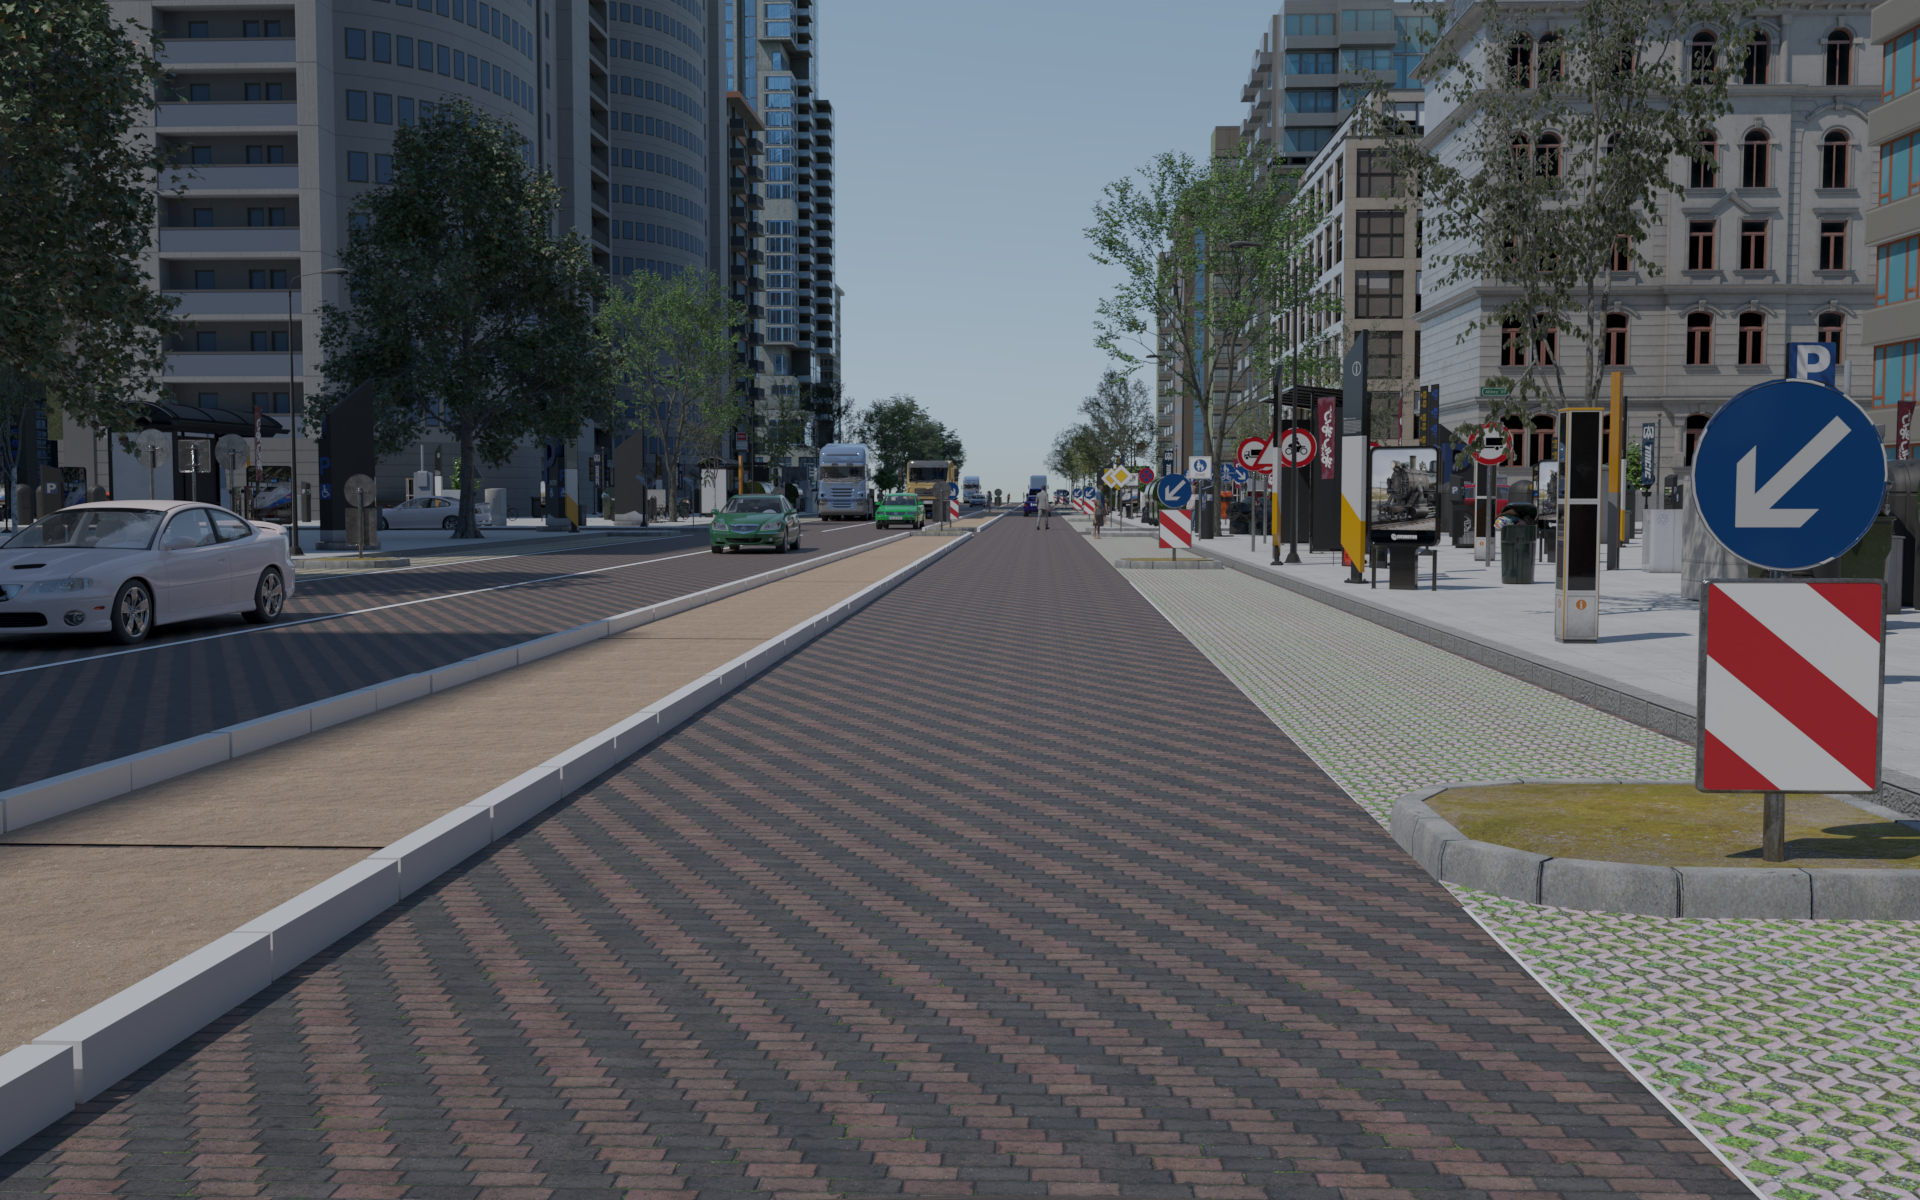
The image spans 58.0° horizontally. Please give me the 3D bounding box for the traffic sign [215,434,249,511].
[{"bbox_3d":[-15.415,-2.237,36.677,0.768,2.556,0.104,0,4,6],"label":"traffic sign"}]

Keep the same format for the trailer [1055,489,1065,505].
[{"bbox_3d":[12.036,-12.232,207.043,1.471,1.999,3.904,0,4,1],"label":"trailer"}]

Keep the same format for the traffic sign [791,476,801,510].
[{"bbox_3d":[-11.528,-7.433,121.630,0.768,2.556,0.104,1,4,9],"label":"traffic sign"}]

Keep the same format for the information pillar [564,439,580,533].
[{"bbox_3d":[-12.862,-4.036,57.350,0.183,3.616,0.504,3,4,36],"label":"information pillar"}]

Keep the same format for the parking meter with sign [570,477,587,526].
[{"bbox_3d":[-15.611,-4.463,69.223,0.543,3.016,1.738,2,4,24],"label":"parking meter with sign"}]

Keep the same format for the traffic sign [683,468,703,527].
[{"bbox_3d":[-10.367,-3.893,67.296,0.795,2.450,0.064,0,4,3],"label":"traffic sign"}]

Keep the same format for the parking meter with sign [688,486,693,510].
[{"bbox_3d":[-21.892,-8.924,142.169,0.543,3.016,1.738,0,4,7],"label":"parking meter with sign"}]

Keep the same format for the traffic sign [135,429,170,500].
[{"bbox_3d":[-15.805,-2.065,33.876,0.768,2.556,0.104,0,4,8],"label":"traffic sign"}]

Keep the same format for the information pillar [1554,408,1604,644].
[{"bbox_3d":[5.324,-0.637,14.911,0.304,2.012,0.304,0,4,5],"label":"information pillar"}]

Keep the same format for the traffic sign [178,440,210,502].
[{"bbox_3d":[-14.482,-1.874,32.774,0.606,2.300,0.079,0,4,4],"label":"traffic sign"}]

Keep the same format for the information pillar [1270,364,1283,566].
[{"bbox_3d":[5.688,-2.428,31.047,0.183,3.616,0.504,1,4,19],"label":"information pillar"}]

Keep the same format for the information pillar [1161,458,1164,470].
[{"bbox_3d":[13.332,-7.505,114.065,0.183,3.616,0.504,-1,4,-10],"label":"information pillar"}]

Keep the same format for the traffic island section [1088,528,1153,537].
[{"bbox_3d":[5.470,-2.224,58.639,2.009,0.180,2.903,0,4,3],"label":"traffic island section"}]

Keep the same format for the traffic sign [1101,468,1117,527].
[{"bbox_3d":[5.810,-3.847,66.540,0.795,2.450,0.064,0,4,3],"label":"traffic sign"}]

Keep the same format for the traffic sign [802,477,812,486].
[{"bbox_3d":[-11.193,-7.740,126.656,0.768,2.556,0.104,0,4,8],"label":"traffic sign"}]

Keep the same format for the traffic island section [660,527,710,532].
[{"bbox_3d":[-10.390,-2.757,67.359,2.009,0.180,2.903,0,4,3],"label":"traffic island section"}]

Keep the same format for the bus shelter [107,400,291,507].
[{"bbox_3d":[-17.683,-2.829,40.185,2.014,3.302,5.546,0,4,3],"label":"bus shelter"}]

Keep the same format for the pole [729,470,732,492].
[{"bbox_3d":[-17.461,-8.450,131.995,0.158,3.312,0.155,0,3,0],"label":"pole"}]

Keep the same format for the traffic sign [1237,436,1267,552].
[{"bbox_3d":[6.521,-2.344,38.437,0.768,2.556,0.104,0,4,6],"label":"traffic sign"}]

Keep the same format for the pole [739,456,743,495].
[{"bbox_3d":[-11.659,-6.014,92.167,0.158,3.312,0.155,0,3,0],"label":"pole"}]

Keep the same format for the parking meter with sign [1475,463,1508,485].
[{"bbox_3d":[21.284,-4.419,68.512,1.738,3.016,0.543,1,4,11],"label":"parking meter with sign"}]

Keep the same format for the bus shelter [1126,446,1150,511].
[{"bbox_3d":[13.243,-9.475,132.556,2.179,5.291,8.768,0,4,3],"label":"bus shelter"}]

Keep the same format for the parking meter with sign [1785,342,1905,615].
[{"bbox_3d":[9.810,-1.400,19.148,0.543,3.016,1.738,0,4,-3],"label":"parking meter with sign"}]

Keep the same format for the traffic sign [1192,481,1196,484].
[{"bbox_3d":[12.206,-5.622,92.020,0.768,2.556,0.104,0,4,4],"label":"traffic sign"}]

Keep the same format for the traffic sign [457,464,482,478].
[{"bbox_3d":[-16.475,-3.557,58.162,0.884,2.594,0.081,0,4,5],"label":"traffic sign"}]

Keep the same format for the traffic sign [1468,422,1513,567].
[{"bbox_3d":[9.308,-1.857,30.468,0.768,2.556,0.104,1,4,12],"label":"traffic sign"}]

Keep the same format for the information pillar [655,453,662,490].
[{"bbox_3d":[-17.388,-6.644,99.992,0.183,3.616,0.504,2,4,30],"label":"information pillar"}]

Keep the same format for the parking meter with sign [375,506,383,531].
[{"bbox_3d":[-20.874,-3.892,59.892,0.543,3.016,1.738,3,5,42],"label":"parking meter with sign"}]

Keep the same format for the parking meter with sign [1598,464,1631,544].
[{"bbox_3d":[16.277,-2.945,44.404,1.738,3.016,0.543,0,4,-4],"label":"parking meter with sign"}]

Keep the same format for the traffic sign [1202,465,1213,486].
[{"bbox_3d":[8.273,-3.604,59.034,0.768,2.556,0.104,0,4,8],"label":"traffic sign"}]

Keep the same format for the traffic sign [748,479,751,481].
[{"bbox_3d":[-14.539,-7.261,120.844,0.606,2.300,0.079,1,4,12],"label":"traffic sign"}]

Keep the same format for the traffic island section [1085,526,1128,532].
[{"bbox_3d":[5.834,-2.712,66.616,2.009,0.180,2.903,0,4,3],"label":"traffic island section"}]

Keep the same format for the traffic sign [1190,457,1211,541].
[{"bbox_3d":[6.569,-2.770,47.416,0.606,2.300,0.079,0,4,4],"label":"traffic sign"}]

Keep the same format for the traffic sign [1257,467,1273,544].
[{"bbox_3d":[7.880,-2.727,44.692,0.768,2.556,0.104,0,4,4],"label":"traffic sign"}]

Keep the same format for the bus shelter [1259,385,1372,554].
[{"bbox_3d":[8.183,-2.994,40.242,1.731,3.624,6.357,0,4,3],"label":"bus shelter"}]

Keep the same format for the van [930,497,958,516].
[{"bbox_3d":[-1.101,-6.596,114.850,2.013,2.044,4.112,0,4,2],"label":"van"}]

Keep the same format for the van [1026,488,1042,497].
[{"bbox_3d":[8.286,-11.176,187.109,2.240,2.365,5.245,0,4,2],"label":"van"}]

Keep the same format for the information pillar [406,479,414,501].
[{"bbox_3d":[-25.990,-4.735,81.917,0.304,2.012,0.304,-2,4,-33],"label":"information pillar"}]

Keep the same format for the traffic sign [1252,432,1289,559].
[{"bbox_3d":[6.197,-2.087,34.119,0.884,2.594,0.081,1,4,10],"label":"traffic sign"}]

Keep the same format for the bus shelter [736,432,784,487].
[{"bbox_3d":[-13.299,-8.393,114.851,2.179,5.291,8.768,0,4,3],"label":"bus shelter"}]

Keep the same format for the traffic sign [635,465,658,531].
[{"bbox_3d":[-10.731,-3.405,59.319,0.795,2.450,0.064,0,4,3],"label":"traffic sign"}]

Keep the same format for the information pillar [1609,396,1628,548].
[{"bbox_3d":[15.754,-3.065,41.471,0.183,3.616,0.504,-1,4,-22],"label":"information pillar"}]

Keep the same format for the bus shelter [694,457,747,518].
[{"bbox_3d":[-13.307,-6.279,96.592,2.014,3.302,5.546,0,4,3],"label":"bus shelter"}]

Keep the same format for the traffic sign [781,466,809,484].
[{"bbox_3d":[-12.191,-8.157,127.243,2.265,3.308,0.079,1,4,9],"label":"traffic sign"}]

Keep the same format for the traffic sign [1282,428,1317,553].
[{"bbox_3d":[6.442,-2.026,33.226,0.768,2.556,0.104,1,4,11],"label":"traffic sign"}]

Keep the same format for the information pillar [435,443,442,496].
[{"bbox_3d":[-24.124,-5.433,80.178,0.504,3.616,0.183,3,5,41],"label":"information pillar"}]

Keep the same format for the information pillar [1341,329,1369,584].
[{"bbox_3d":[5.658,-2.047,24.824,0.183,3.616,0.504,-1,4,-23],"label":"information pillar"}]

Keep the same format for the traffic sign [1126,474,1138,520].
[{"bbox_3d":[8.488,-5.099,85.501,0.606,2.300,0.079,0,4,5],"label":"traffic sign"}]

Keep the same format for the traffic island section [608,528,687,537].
[{"bbox_3d":[-10.755,-2.269,59.382,2.009,0.180,2.903,0,4,3],"label":"traffic island section"}]

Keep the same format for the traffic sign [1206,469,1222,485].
[{"bbox_3d":[10.163,-4.265,69.832,0.768,2.556,0.104,0,4,4],"label":"traffic sign"}]

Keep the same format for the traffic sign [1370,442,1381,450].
[{"bbox_3d":[9.949,-2.568,42.096,0.768,2.556,0.104,0,4,7],"label":"traffic sign"}]

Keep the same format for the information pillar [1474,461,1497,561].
[{"bbox_3d":[10.044,-1.749,33.093,0.304,2.012,0.304,3,5,41],"label":"information pillar"}]

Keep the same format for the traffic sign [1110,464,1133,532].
[{"bbox_3d":[5.446,-3.359,58.563,0.795,2.450,0.064,0,4,3],"label":"traffic sign"}]

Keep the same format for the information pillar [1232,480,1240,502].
[{"bbox_3d":[14.239,-5.186,89.282,0.304,2.012,0.304,3,4,37],"label":"information pillar"}]
